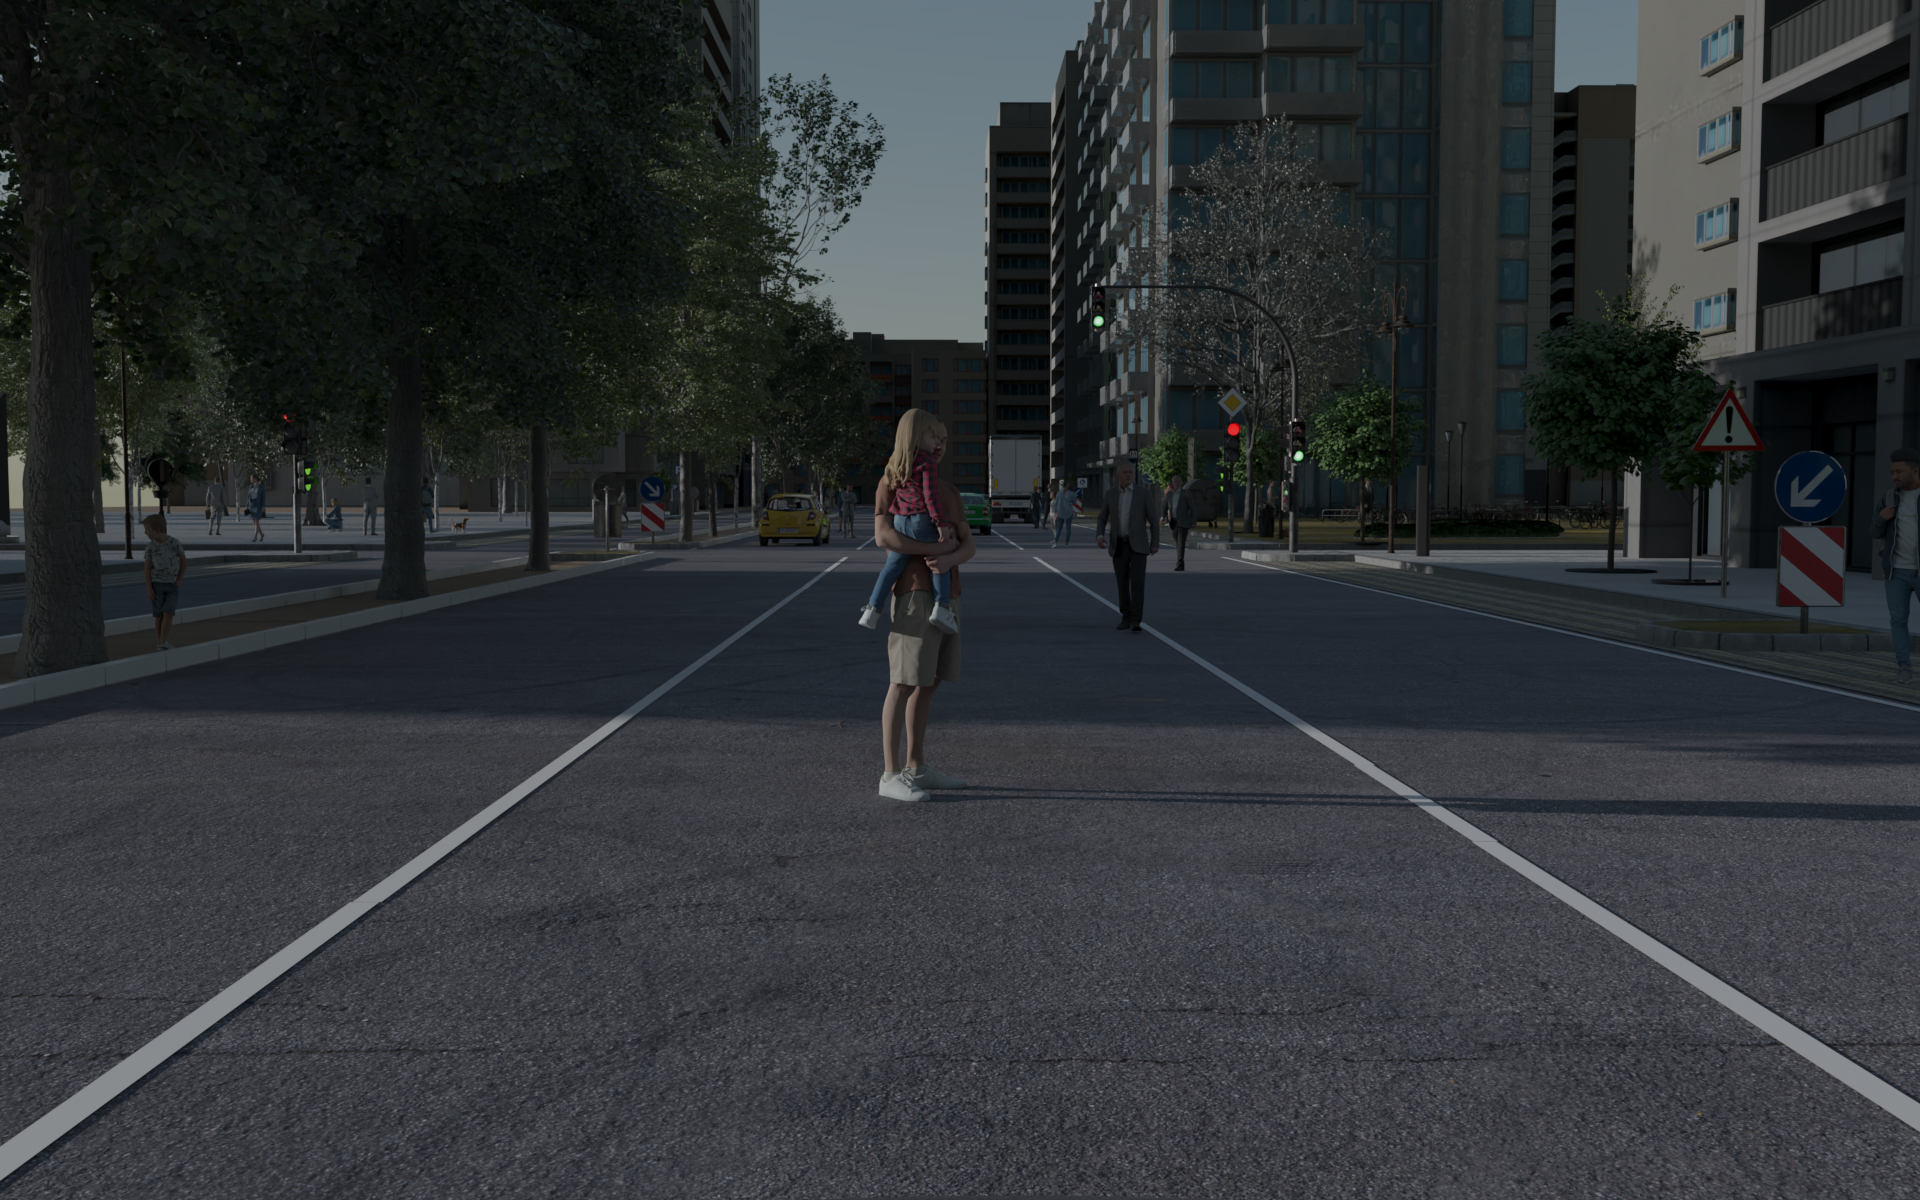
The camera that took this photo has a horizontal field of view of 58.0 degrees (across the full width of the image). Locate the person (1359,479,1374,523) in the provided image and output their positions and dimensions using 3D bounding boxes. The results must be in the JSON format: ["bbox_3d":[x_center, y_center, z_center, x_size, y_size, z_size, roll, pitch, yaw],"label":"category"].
[{"bbox_3d":[13.444,-3.126,56.928,0.659,1.850,0.755,-1,4,-17],"label":"person"}]

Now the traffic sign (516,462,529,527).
[{"bbox_3d":[-17.027,-4.150,67.951,0.768,2.556,0.104,0,4,1],"label":"traffic sign"}]

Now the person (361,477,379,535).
[{"bbox_3d":[-18.366,-2.920,53.960,0.511,1.800,0.466,-1,4,-11],"label":"person"}]

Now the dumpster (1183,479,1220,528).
[{"bbox_3d":[9.114,-3.653,65.480,1.264,1.857,1.865,0,4,-1],"label":"dumpster"}]

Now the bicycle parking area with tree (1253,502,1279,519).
[{"bbox_3d":[19.774,-6.097,86.682,9.016,4.147,8.231,0,4,-6],"label":"bicycle parking area with tree"}]

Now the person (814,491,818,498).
[{"bbox_3d":[-8.717,-5.760,104.487,0.589,1.601,0.330,-2,4,-34],"label":"person"}]

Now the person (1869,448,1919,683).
[{"bbox_3d":[7.223,-0.262,13.133,0.623,1.781,0.721,2,4,33],"label":"person"}]

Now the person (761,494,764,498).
[{"bbox_3d":[-19.134,-10.033,170.065,0.705,1.826,1.348,-3,4,-38],"label":"person"}]

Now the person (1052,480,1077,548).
[{"bbox_3d":[2.772,-2.280,46.047,0.793,1.790,0.793,-1,4,-16],"label":"person"}]

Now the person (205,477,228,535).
[{"bbox_3d":[-23.192,-2.927,54.022,0.709,1.813,0.853,-1,4,-11],"label":"person"}]

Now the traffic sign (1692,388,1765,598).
[{"bbox_3d":[9.468,-1.309,21.402,0.884,2.594,0.081,0,4,2],"label":"traffic sign"}]

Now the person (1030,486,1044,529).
[{"bbox_3d":[3.188,-3.842,71.739,0.534,1.772,0.576,3,5,40],"label":"person"}]

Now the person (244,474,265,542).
[{"bbox_3d":[-18.974,-2.491,46.796,0.581,1.822,0.654,1,4,23],"label":"person"}]

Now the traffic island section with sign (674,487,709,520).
[{"bbox_3d":[-14.955,-5.418,97.213,1.989,1.847,2.006,0,4,-1],"label":"traffic island section with sign"}]

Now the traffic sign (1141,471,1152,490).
[{"bbox_3d":[9.083,-5.079,83.155,0.768,2.556,0.104,0,4,5],"label":"traffic sign"}]

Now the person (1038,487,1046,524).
[{"bbox_3d":[3.814,-4.452,81.640,0.623,1.781,0.721,0,4,-2],"label":"person"}]

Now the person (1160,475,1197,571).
[{"bbox_3d":[4.013,-1.413,31.999,0.661,1.777,0.834,2,4,26],"label":"person"}]

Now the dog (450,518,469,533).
[{"bbox_3d":[-16.320,-2.424,56.460,0.540,0.507,0.406,-2,4,-25],"label":"dog"}]

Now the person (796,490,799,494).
[{"bbox_3d":[-14.918,-9.196,158.951,0.705,1.812,1.348,-3,5,-40],"label":"person"}]

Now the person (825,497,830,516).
[{"bbox_3d":[-8.677,-6.117,113.195,0.332,1.250,0.352,2,4,27],"label":"person"}]

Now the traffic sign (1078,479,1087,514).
[{"bbox_3d":[7.923,-6.722,112.035,0.606,2.300,0.079,0,4,7],"label":"traffic sign"}]

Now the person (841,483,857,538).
[{"bbox_3d":[-3.604,-2.924,56.481,0.511,1.800,0.466,-3,5,-40],"label":"person"}]

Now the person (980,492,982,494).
[{"bbox_3d":[2.240,-10.476,181.253,0.593,1.643,0.415,2,4,31],"label":"person"}]

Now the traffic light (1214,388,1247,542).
[{"bbox_3d":[7.170,-3.482,45.852,0.839,4.253,0.868,0,4,-1],"label":"traffic light"}]

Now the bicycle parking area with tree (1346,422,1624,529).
[{"bbox_3d":[20.649,-4.851,66.317,9.016,4.147,8.231,0,4,-7],"label":"bicycle parking area with tree"}]

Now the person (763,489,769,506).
[{"bbox_3d":[-15.551,-7.983,139.153,0.705,1.807,1.348,-2,4,-24],"label":"person"}]

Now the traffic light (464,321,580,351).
[{"bbox_3d":[-12.399,-4.338,45.587,4.771,5.953,1.251,0,4,-1],"label":"traffic light"}]

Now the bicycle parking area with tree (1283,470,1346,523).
[{"bbox_3d":[20.578,-5.469,76.422,8.231,4.147,9.016,-3,4,-36],"label":"bicycle parking area with tree"}]

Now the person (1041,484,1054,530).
[{"bbox_3d":[3.648,-3.757,69.707,0.755,1.850,0.659,1,4,17],"label":"person"}]

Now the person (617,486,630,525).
[{"bbox_3d":[-15.160,-4.234,77.911,0.728,1.800,0.709,-3,4,-38],"label":"person"}]

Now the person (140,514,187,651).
[{"bbox_3d":[-7.248,-0.160,15.793,0.332,1.250,0.352,1,4,17],"label":"person"}]

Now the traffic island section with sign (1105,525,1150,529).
[{"bbox_3d":[6.845,-3.812,70.948,1.989,1.847,2.006,0,4,-1],"label":"traffic island section with sign"}]

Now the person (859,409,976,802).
[{"bbox_3d":[-0.196,0.016,8.217,0.573,1.828,0.580,-1,4,-9],"label":"person"}]

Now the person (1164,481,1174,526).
[{"bbox_3d":[8.657,-3.943,70.481,0.580,1.828,0.573,-3,5,-42],"label":"person"}]

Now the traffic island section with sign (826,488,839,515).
[{"bbox_3d":[-9.058,-6.875,120.537,2.006,1.907,1.989,0,4,-1],"label":"traffic island section with sign"}]

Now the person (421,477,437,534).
[{"bbox_3d":[-17.020,-2.995,55.004,0.794,1.824,0.713,2,4,24],"label":"person"}]

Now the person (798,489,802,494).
[{"bbox_3d":[-12.693,-7.907,137.718,1.348,1.831,0.705,2,4,35],"label":"person"}]

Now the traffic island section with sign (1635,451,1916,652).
[{"bbox_3d":[7.651,-0.488,16.599,1.989,1.847,2.006,0,4,-1],"label":"traffic island section with sign"}]

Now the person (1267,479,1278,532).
[{"bbox_3d":[10.666,-3.222,59.068,0.374,1.781,0.599,0,4,3],"label":"person"}]

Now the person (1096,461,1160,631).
[{"bbox_3d":[1.747,-0.561,18.077,0.661,1.777,0.834,1,4,8],"label":"person"}]

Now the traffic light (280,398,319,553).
[{"bbox_3d":[-14.372,-2.973,37.537,0.839,4.253,0.868,0,4,-1],"label":"traffic light"}]

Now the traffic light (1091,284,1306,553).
[{"bbox_3d":[5.196,-3.855,37.696,4.771,5.953,1.251,0,4,-1],"label":"traffic light"}]

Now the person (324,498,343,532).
[{"bbox_3d":[-21.446,-2.908,59.079,0.738,1.151,1.012,0,4,-8],"label":"person"}]

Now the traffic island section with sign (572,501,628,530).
[{"bbox_3d":[-14.555,-3.770,70.261,1.989,1.847,2.006,0,4,-1],"label":"traffic island section with sign"}]

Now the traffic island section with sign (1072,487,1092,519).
[{"bbox_3d":[6.446,-5.500,98.547,1.989,1.847,2.006,0,4,-1],"label":"traffic island section with sign"}]

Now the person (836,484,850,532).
[{"bbox_3d":[-4.363,-3.443,64.816,0.581,1.822,0.654,-3,5,-43],"label":"person"}]

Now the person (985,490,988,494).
[{"bbox_3d":[2.645,-9.970,171.525,1.348,1.822,0.705,1,4,15],"label":"person"}]

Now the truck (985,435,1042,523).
[{"bbox_3d":[2.695,-6.049,87.819,2.839,4.237,11.283,0,4,1],"label":"truck"}]

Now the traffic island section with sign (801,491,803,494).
[{"bbox_3d":[-16.078,-10.137,174.361,1.989,1.847,2.006,0,4,-1],"label":"traffic island section with sign"}]

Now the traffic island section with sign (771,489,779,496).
[{"bbox_3d":[-15.690,-8.488,147.408,1.989,1.847,2.006,0,4,-1],"label":"traffic island section with sign"}]

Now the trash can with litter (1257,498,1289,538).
[{"bbox_3d":[9.282,-2.425,51.042,1.055,1.170,0.624,1,4,11],"label":"trash can with litter"}]

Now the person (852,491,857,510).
[{"bbox_3d":[-9.627,-9.181,159.123,0.721,1.766,1.217,-1,4,-12],"label":"person"}]

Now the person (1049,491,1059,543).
[{"bbox_3d":[2.792,-2.417,50.620,0.503,1.515,0.523,2,4,34],"label":"person"}]
